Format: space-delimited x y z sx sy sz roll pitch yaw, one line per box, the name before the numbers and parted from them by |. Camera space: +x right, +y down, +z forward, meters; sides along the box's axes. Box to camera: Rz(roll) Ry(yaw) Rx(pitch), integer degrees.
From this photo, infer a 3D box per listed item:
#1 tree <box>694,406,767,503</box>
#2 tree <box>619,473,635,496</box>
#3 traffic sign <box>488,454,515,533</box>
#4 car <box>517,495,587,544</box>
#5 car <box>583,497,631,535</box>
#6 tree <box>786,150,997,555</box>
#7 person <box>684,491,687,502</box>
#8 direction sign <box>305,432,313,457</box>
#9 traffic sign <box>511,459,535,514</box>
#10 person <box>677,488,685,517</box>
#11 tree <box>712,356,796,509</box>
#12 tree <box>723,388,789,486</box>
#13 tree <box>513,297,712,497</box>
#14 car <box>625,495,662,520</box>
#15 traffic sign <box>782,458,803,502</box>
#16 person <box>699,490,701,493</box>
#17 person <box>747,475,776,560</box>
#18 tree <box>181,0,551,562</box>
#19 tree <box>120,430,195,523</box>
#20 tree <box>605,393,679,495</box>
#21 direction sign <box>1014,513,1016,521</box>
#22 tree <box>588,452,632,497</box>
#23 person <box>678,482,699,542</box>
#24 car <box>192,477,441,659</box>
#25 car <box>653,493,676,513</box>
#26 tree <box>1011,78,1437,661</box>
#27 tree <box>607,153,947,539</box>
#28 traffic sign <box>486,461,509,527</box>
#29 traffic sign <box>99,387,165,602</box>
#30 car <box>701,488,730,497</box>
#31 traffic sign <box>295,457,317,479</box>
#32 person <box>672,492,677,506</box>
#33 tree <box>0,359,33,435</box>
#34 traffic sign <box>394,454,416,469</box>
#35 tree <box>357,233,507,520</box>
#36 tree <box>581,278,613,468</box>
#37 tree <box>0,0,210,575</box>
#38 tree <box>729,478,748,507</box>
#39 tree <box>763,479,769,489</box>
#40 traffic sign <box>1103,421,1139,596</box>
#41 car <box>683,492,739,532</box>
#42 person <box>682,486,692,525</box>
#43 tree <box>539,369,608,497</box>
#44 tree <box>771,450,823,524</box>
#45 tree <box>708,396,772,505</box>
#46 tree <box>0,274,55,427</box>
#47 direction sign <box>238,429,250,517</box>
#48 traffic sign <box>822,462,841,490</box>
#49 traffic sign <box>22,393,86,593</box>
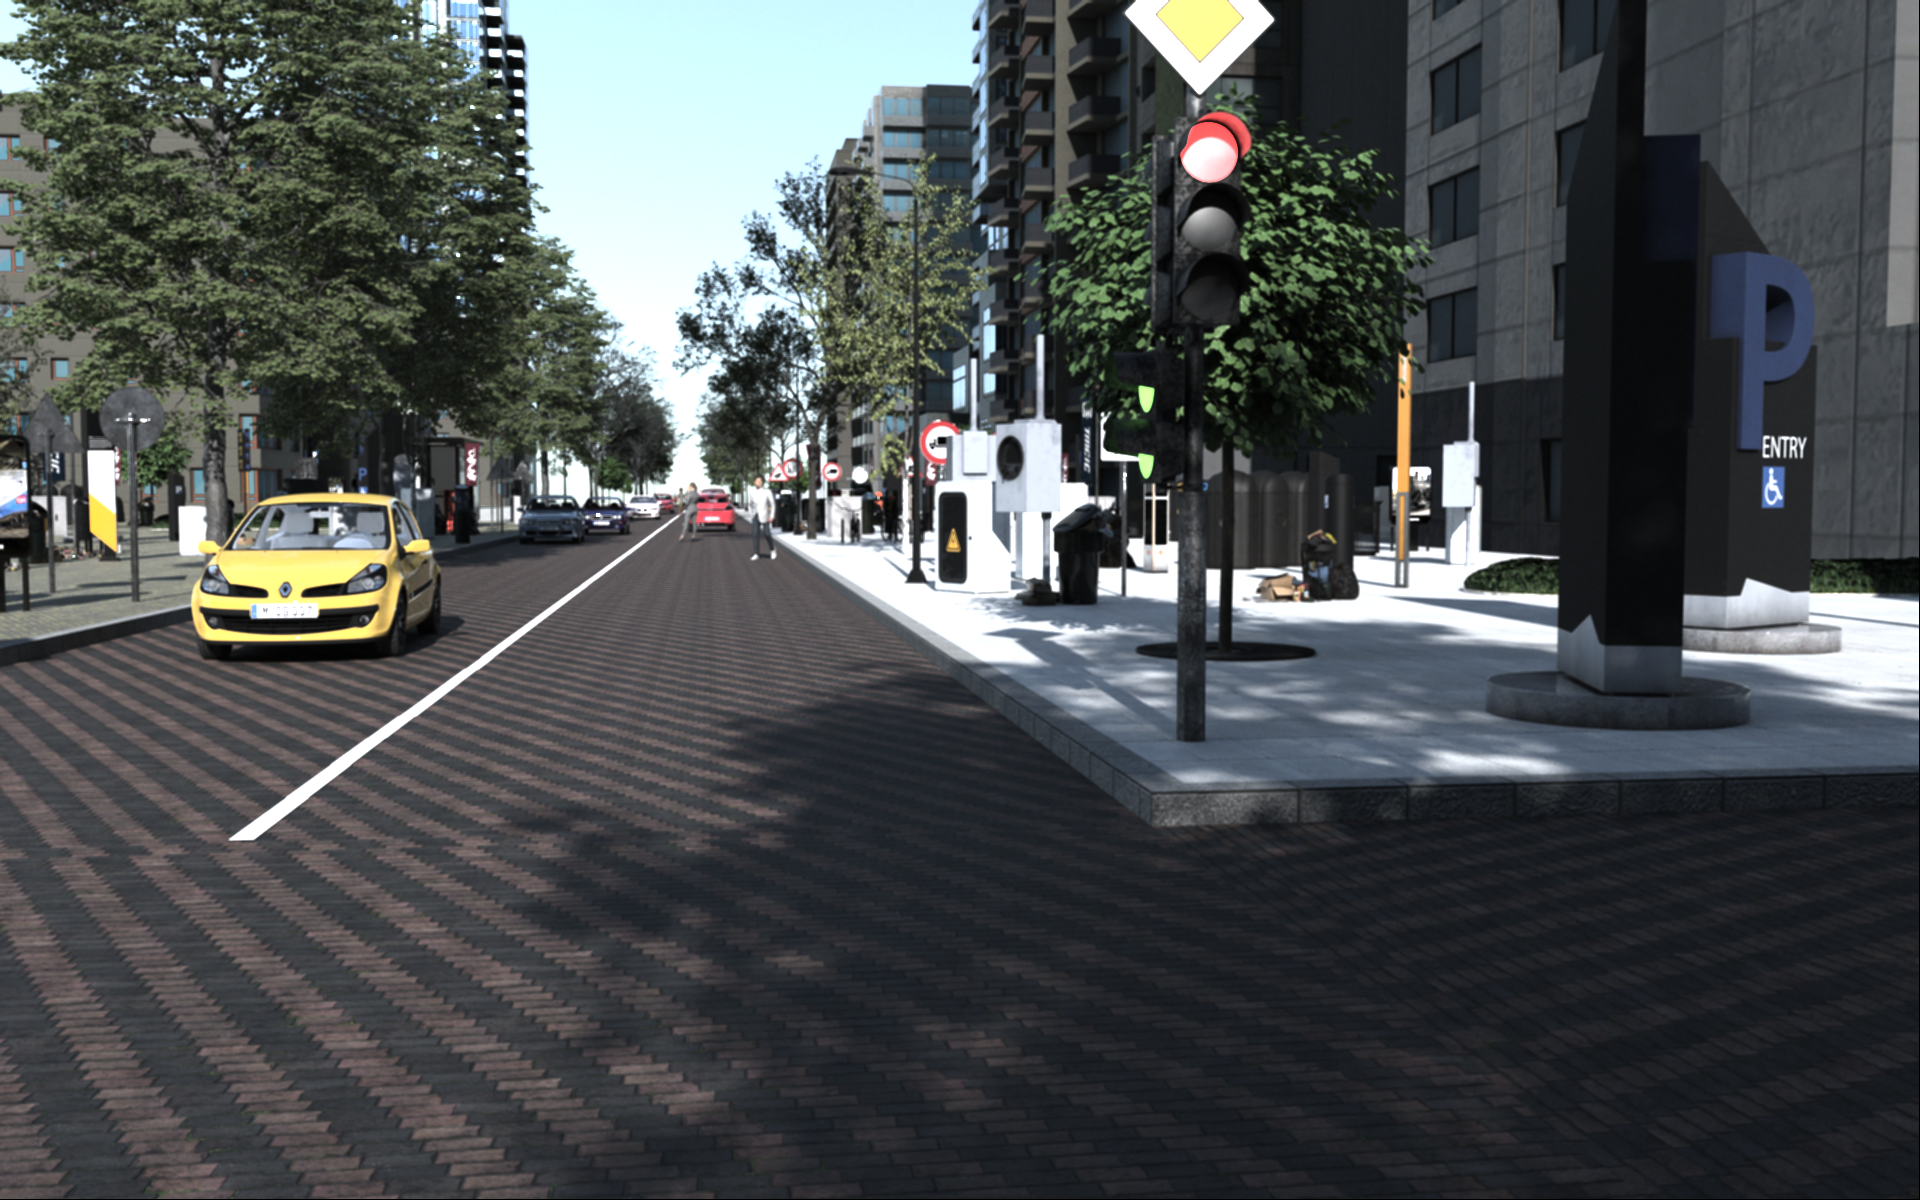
tree | -30.493 -19.898 231.993 9.857 13.997 8.962 0 3 0
tree | -29.720 -9.831 155.334 1.663 3.219 1.824 0 3 0
traffic sign | -14.921 -3.448 56.372 0.884 2.594 0.081 0 4 -2
car | -12.119 -2.419 51.549 2.014 1.417 4.499 -1 4 -10
car | -12.690 -3.003 61.675 1.945 1.354 3.894 -1 4 -9
tree | -1.388 -5.268 36.492 4.737 8.622 4.395 0 3 0
person | -36.324 -13.530 229.804 1.350 1.814 0.705 -3 4 -38
direction sign | -21.518 -3.997 57.344 0.379 3.537 0.876 0 4 -8
traffic sign | -16.192 -3.924 64.153 0.884 2.594 0.081 0 4 -7
person | -17.382 -6.099 108.213 0.705 1.824 1.348 1 4 23
tree | -18.946 -14.635 149.644 12.009 13.543 11.850 0 3 0
tree | -12.442 -9.564 106.730 4.360 8.622 3.978 0 3 0
tree | -22.647 -12.048 107.347 12.009 13.543 11.850 0 3 0
car | -18.000 -5.270 98.520 2.083 1.381 4.827 -1 4 -9
traffic sign | -5.952 -3.761 61.599 0.768 2.556 0.104 0 4 -8
person | -22.485 -8.584 149.373 0.617 1.759 0.750 2 4 30
person | -4.333 -1.807 37.890 0.661 1.843 0.795 1 4 17
tree | -12.542 -7.390 38.958 7.486 12.596 7.792 0 3 0
tree | -33.786 -5.421 72.347 4.285 4.588 4.351 0 3 0
tree | -39.413 -18.755 213.298 9.857 13.997 8.962 0 3 0
direction sign | 2.657 -5.629 84.032 0.379 3.537 0.876 1 4 13
tree | -27.430 -9.305 135.857 4.285 4.588 4.351 0 3 0
person | -8.184 -2.656 52.197 0.573 1.790 0.520 1 4 16
car | -5.967 -0.374 16.335 2.015 1.641 3.980 -1 4 -10
car | -22.338 -7.384 129.770 2.155 1.783 4.494 0 4 -7
tree | 2.058 -1.844 13.868 4.285 4.588 4.351 0 3 0
tree | -4.289 -6.978 48.496 8.767 10.594 7.601 1 4 8
traffic sign | -18.075 -4.140 67.685 0.884 2.594 0.081 0 4 -4
traffic sign | -9.828 -1.252 20.575 0.768 2.556 0.104 0 4 -2
car | -16.656 -6.624 116.971 2.281 1.827 5.304 0 4 -7
traffic sign | -18.137 -2.810 48.070 0.606 2.300 0.079 0 4 -3
person | -35.097 -12.484 213.348 1.217 1.736 0.721 -1 4 -15
tree | -42.813 -7.620 74.957 4.737 8.622 4.395 0 3 0
traffic sign | -17.696 -3.364 55.102 0.768 2.556 0.104 0 4 -2
tree | -14.307 -5.844 45.908 4.360 8.622 3.978 0 3 0
tree | -18.662 -9.664 76.136 7.486 12.596 7.792 0 3 0
tree | -11.728 -6.708 27.798 7.486 12.596 7.792 0 3 0
tree | -22.604 -11.212 177.919 1.663 3.219 1.824 0 3 0
tree | -10.249 -6.261 96.973 1.663 3.219 1.824 0 3 0
traffic sign | 2.057 -1.196 21.689 0.606 2.300 0.079 0 4 -5
car | -9.625 -3.544 66.980 2.155 1.783 4.494 -1 4 -9
person | -12.657 -4.408 80.750 0.526 1.800 0.537 -2 4 -31
tree | -25.464 -11.364 120.214 8.767 10.594 7.601 0 4 8
tree | -7.024 -4.928 75.178 1.663 3.219 1.824 0 3 0
tree | -25.564 -17.203 199.398 7.486 12.596 7.792 0 3 0
tree | -32.295 -6.534 57.198 4.360 8.622 3.978 0 3 0
direction sign | -24.890 -4.176 60.271 0.876 3.537 0.379 3 5 44
traffic sign | -5.098 -4.208 68.911 0.768 2.556 0.104 0 4 -4
traffic sign | -11.719 -1.363 22.293 0.884 2.594 0.081 0 4 -8
